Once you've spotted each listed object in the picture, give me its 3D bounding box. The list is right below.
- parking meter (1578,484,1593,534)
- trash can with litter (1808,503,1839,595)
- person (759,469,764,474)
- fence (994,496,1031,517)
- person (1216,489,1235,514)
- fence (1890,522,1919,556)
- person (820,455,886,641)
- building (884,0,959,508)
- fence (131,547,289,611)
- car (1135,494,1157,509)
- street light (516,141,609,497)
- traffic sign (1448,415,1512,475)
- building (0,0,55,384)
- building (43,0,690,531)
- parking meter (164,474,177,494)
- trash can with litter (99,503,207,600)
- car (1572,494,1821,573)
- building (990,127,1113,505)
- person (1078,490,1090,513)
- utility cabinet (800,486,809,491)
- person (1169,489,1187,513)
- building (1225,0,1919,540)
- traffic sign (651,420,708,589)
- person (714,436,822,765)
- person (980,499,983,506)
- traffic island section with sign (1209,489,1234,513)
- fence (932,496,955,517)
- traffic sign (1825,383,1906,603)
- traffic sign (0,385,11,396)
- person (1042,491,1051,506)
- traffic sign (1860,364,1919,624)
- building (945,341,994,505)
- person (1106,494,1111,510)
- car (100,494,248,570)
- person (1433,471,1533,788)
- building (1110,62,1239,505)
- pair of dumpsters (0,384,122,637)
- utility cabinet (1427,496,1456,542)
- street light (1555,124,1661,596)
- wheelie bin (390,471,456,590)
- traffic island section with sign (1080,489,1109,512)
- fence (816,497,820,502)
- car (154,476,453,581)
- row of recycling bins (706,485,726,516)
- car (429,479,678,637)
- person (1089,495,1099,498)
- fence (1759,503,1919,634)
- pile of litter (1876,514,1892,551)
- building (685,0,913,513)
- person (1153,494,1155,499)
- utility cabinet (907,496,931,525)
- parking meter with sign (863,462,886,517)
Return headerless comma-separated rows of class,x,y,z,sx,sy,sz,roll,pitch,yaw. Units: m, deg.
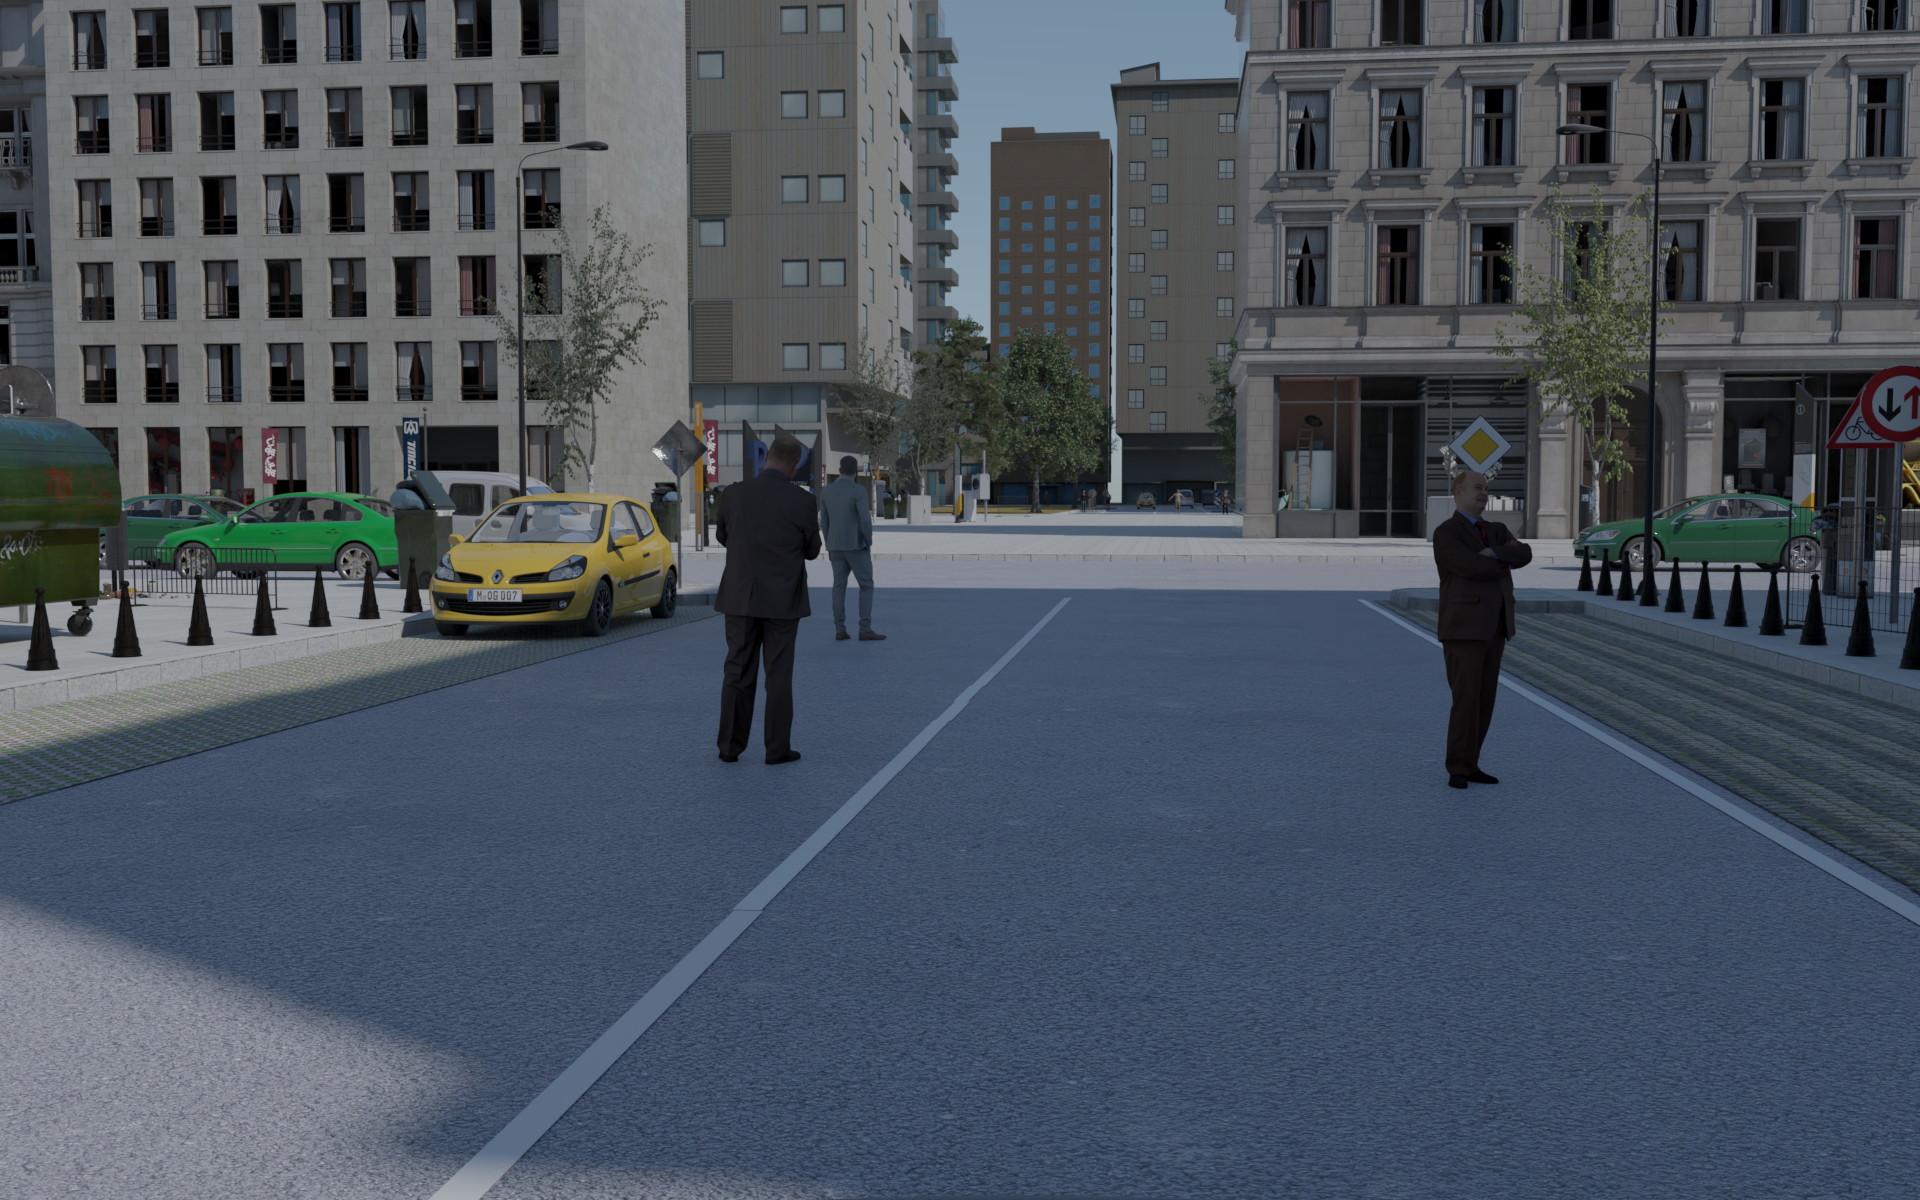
parking meter,15.941,-2.181,44.071,0.372,1.533,0.369,0,3,0
trash can with litter,11.284,-0.658,22.147,0.624,1.170,1.055,3,4,38
person,-2.348,-0.710,20.824,0.841,1.734,0.376,2,4,30
fence,2.994,-5.314,98.086,2.264,1.192,0.480,-3,4,-36
person,17.019,-6.229,111.066,1.217,1.735,0.721,1,4,12
fence,20.269,-1.305,36.706,2.069,0.683,0.278,-3,5,-42
person,-1.084,-0.513,16.995,0.635,1.810,0.391,2,4,24
building,-15.820,-33.144,161.512,30.456,49.044,23.786,0,4,7
fence,-8.482,-0.248,19.431,2.069,0.683,0.278,1,4,19
car,17.517,-9.336,162.861,2.015,1.641,3.980,0,4,7
street light,-5.308,-3.085,22.985,1.470,5.913,1.316,0,4,7
traffic sign,6.619,-1.129,22.107,0.795,2.450,0.064,0,4,7
building,-38.590,-13.380,60.557,24.055,21.916,13.314,0,4,7
building,-18.499,-12.332,56.386,16.860,20.320,10.420,0,4,7
parking meter,-23.139,-2.757,50.788,0.255,1.863,0.399,-3,5,-40
trash can with litter,-10.577,-0.659,21.829,1.678,1.210,2.233,-2,4,-35
car,14.043,-1.262,32.439,4.920,1.459,2.131,0,4,7
building,11.535,-34.493,214.076,14.200,45.320,14.600,0,4,7
person,9.599,-7.611,133.763,1.217,1.723,0.721,-2,4,-35
utility cabinet,-4.411,-2.252,45.499,0.318,1.500,1.173,-3,5,-41
person,16.220,-7.372,129.033,1.348,1.824,0.705,0,4,3
building,10.026,-12.386,53.422,40.483,20.767,10.553,0,4,7
traffic sign,-3.794,-1.209,23.411,0.795,2.450,0.064,0,4,7
person,-1.041,-0.009,9.327,0.565,1.739,0.600,-1,4,-18
person,2.200,-10.984,191.270,0.628,1.438,0.799,3,4,39
traffic island section with sign,20.644,-7.748,135.307,1.989,1.847,2.006,0,4,7
fence,-1.044,-5.277,97.481,2.264,1.192,0.480,2,4,34
traffic sign,10.586,-1.242,20.311,0.884,2.594,0.081,0,4,8
traffic sign,-9.194,-0.870,16.351,0.606,2.300,0.079,1,4,14
person,9.445,-11.034,189.454,0.990,1.755,0.434,2,4,31
traffic sign,9.265,-1.040,17.110,0.768,2.556,0.104,1,4,12
building,-9.455,-23.202,224.384,28.899,21.520,27.650,0,4,7
person,13.315,-8.757,154.904,0.421,1.427,0.697,1,4,23
car,-14.636,-1.320,33.376,4.920,1.459,2.131,0,4,7
person,2.577,0.135,8.563,0.482,1.546,0.388,-2,4,-24
building,33.212,-38.535,219.285,27.495,52.752,28.713,0,4,7
pair of dumpsters,-8.564,-0.678,13.573,1.574,2.255,4.437,0,4,7
utility cabinet,12.916,-2.130,45.980,0.306,1.237,1.020,-3,5,-45
street light,8.182,-3.017,21.866,1.470,5.913,1.316,0,4,7
wheelie bin,-7.285,-0.950,23.445,0.693,1.594,0.980,1,4,9
traffic island section with sign,10.480,-7.809,136.310,1.989,1.847,2.006,0,4,7
fence,-5.186,-3.284,64.889,2.264,1.192,0.480,0,4,1
car,-10.764,-1.194,28.323,4.718,1.807,1.959,0,4,7
row of recycling bins,-10.224,-4.259,76.745,3.534,1.692,1.069,2,4,30
car,-4.281,-0.511,18.576,2.015,1.641,3.980,0,4,6
person,14.935,-11.333,193.804,1.348,1.824,0.705,-1,4,-13
fence,8.059,-0.260,15.453,0.480,1.192,2.264,-1,4,-9
pile of litter,20.579,-1.556,39.398,1.719,0.858,1.176,0,4,-2
building,-18.313,-32.836,126.101,28.713,52.752,27.495,0,4,7
person,20.658,-10.553,184.308,0.557,1.426,1.065,0,4,6
utility cabinet,-1.720,-3.783,73.008,1.020,1.237,0.306,-2,4,-35
parking meter with sign,-4.491,-6.104,96.056,1.738,3.016,0.543,-2,4,-35
